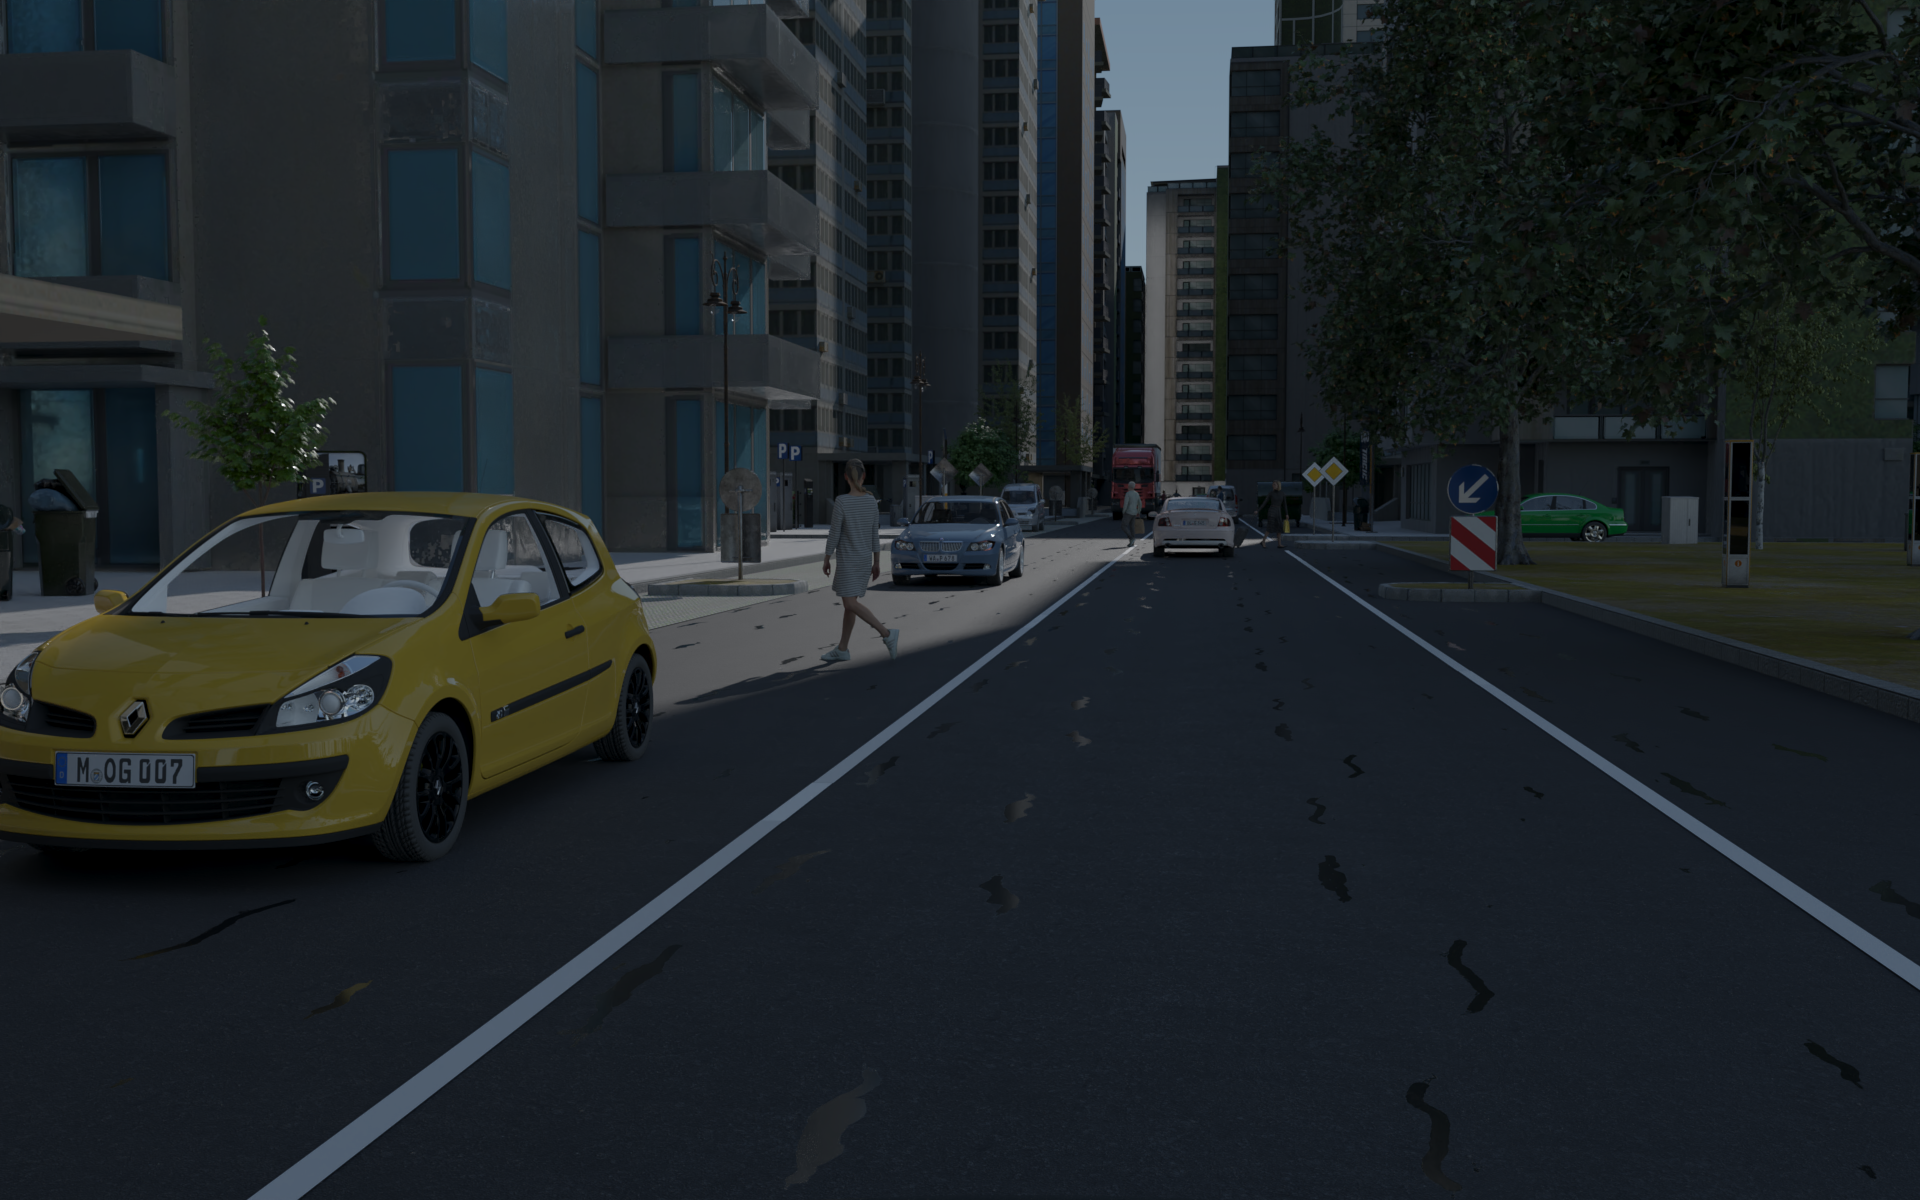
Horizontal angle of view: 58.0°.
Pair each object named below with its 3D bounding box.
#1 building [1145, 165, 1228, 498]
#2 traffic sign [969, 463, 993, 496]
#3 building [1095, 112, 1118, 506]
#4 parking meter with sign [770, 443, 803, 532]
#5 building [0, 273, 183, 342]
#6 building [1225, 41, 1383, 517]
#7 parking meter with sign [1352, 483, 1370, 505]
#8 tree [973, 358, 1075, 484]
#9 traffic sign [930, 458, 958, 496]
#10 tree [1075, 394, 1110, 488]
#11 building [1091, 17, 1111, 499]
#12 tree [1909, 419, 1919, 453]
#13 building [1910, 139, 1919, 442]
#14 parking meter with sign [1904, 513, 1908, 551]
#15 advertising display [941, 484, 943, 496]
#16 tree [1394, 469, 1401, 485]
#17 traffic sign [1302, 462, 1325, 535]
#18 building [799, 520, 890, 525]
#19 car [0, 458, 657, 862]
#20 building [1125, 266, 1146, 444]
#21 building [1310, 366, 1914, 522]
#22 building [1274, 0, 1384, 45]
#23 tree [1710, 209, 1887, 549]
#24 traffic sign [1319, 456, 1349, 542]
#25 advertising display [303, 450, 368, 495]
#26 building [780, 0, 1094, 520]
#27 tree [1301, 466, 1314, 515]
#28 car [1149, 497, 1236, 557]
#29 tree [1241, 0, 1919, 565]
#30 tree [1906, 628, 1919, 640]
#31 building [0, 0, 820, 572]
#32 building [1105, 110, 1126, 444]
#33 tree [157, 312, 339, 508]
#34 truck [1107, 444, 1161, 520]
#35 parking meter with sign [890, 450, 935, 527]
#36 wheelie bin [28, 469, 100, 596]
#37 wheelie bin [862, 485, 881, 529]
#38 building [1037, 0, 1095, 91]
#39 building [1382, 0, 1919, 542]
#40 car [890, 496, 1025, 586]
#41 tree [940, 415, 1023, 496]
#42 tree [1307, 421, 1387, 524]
[{"bbox_3d":[30.430,-32.703,218.290,14.086,41.232,14.154,0,4,8],"label":"building"},{"bbox_3d":[0.669,-3.175,55.546,0.795,2.450,0.064,0,4,8],"label":"traffic sign"},{"bbox_3d":[9.018,-30.436,181.225,14.154,41.232,14.086,0,4,8],"label":"building"},{"bbox_3d":[-6.358,-4.003,61.716,0.543,3.016,1.738,2,4,33],"label":"parking meter with sign"},{"bbox_3d":[-22.748,-25.361,3.884,28.713,52.752,27.495,0,4,8],"label":"building"},{"bbox_3d":[24.785,-20.987,114.833,14.160,30.474,14.107,0,4,8],"label":"building"},{"bbox_3d":[24.028,-6.476,102.142,1.738,3.016,0.543,1,4,9],"label":"parking meter with sign"},{"bbox_3d":[2.769,-8.696,92.549,4.737,8.622,4.395,0,3,0],"label":"tree"},{"bbox_3d":[-0.439,-2.691,47.637,0.795,2.450,0.064,0,4,8],"label":"traffic sign"},{"bbox_3d":[8.481,-10.723,125.675,4.737,8.622,4.395,0,3,0],"label":"tree"},{"bbox_3d":[2.346,-30.877,159.455,22.147,44.769,28.867,0,4,8],"label":"building"},{"bbox_3d":[34.961,-5.011,65.642,4.285,4.588,4.351,0,3,0],"label":"tree"},{"bbox_3d":[51.477,-28.902,61.781,27.495,52.752,28.713,0,4,8],"label":"building"},{"bbox_3d":[22.020,-2.625,39.173,1.738,3.016,0.543,-3,4,-36],"label":"parking meter with sign"},{"bbox_3d":[-1.162,-5.652,97.624,0.974,1.923,0.123,3,5,43],"label":"advertising display"},{"bbox_3d":[18.090,-4.494,68.083,1.663,3.219,1.824,0,3,0],"label":"tree"},{"bbox_3d":[11.059,-3.085,54.075,0.795,2.450,0.064,0,4,8],"label":"traffic sign"},{"bbox_3d":[-17.444,-23.676,78.979,32.217,40.220,23.993,0,4,8],"label":"building"},{"bbox_3d":[-2.719,0.133,8.045,2.015,1.641,3.980,0,4,7],"label":"car"},{"bbox_3d":[16.474,-27.455,220.596,14.107,30.474,14.160,0,4,8],"label":"building"},{"bbox_3d":[34.388,-24.092,85.788,32.217,40.220,23.993,0,4,8],"label":"building"},{"bbox_3d":[42.913,-46.017,190.623,20.563,71.187,20.611,0,4,8],"label":"building"},{"bbox_3d":[18.833,-5.486,40.056,4.737,8.622,4.395,0,3,0],"label":"tree"},{"bbox_3d":[9.951,-2.601,46.167,0.795,2.450,0.064,0,4,8],"label":"traffic sign"},{"bbox_3d":[-9.284,-1.251,25.671,0.974,1.923,0.123,-1,4,-16],"label":"advertising display"},{"bbox_3d":[-7.939,-25.567,109.896,32.217,40.220,23.993,0,4,8],"label":"building"},{"bbox_3d":[21.154,-6.705,104.221,1.663,3.219,1.824,0,3,0],"label":"tree"},{"bbox_3d":[5.498,-1.747,40.924,2.083,1.381,4.827,0,4,7],"label":"car"},{"bbox_3d":[10.034,-7.005,31.542,9.611,12.733,9.660,0,3,0],"label":"tree"},{"bbox_3d":[9.033,-5.983,14.825,9.611,12.733,9.660,0,3,0],"label":"tree"},{"bbox_3d":[-19.143,-25.610,38.333,30.456,49.044,23.786,0,4,8],"label":"building"},{"bbox_3d":[11.577,-33.579,199.124,14.200,45.320,14.600,0,4,8],"label":"building"},{"bbox_3d":[-7.404,-1.461,18.486,1.663,3.219,1.824,0,3,0],"label":"tree"},{"bbox_3d":[10.095,-6.733,99.002,2.839,4.237,11.283,1,4,8],"label":"truck"},{"bbox_3d":[-1.895,-4.414,68.430,1.738,3.016,0.543,-1,4,-23],"label":"parking meter with sign"},{"bbox_3d":[-11.349,-0.858,21.939,0.693,1.594,0.980,-1,4,-13],"label":"wheelie bin"},{"bbox_3d":[-3.352,-3.370,63.011,0.980,1.594,0.693,-3,5,-43],"label":"wheelie bin"},{"bbox_3d":[3.267,-29.816,137.607,14.600,45.320,14.200,0,4,8],"label":"building"},{"bbox_3d":[21.646,-22.820,56.703,14.086,41.232,14.154,0,4,8],"label":"building"},{"bbox_3d":[0.036,-1.025,28.755,2.014,1.417,4.499,1,4,9],"label":"car"},{"bbox_3d":[0.988,-5.718,77.207,4.285,4.588,4.351,0,3,0],"label":"tree"},{"bbox_3d":[16.842,-5.602,75.311,4.285,4.588,4.351,0,3,0],"label":"tree"}]
